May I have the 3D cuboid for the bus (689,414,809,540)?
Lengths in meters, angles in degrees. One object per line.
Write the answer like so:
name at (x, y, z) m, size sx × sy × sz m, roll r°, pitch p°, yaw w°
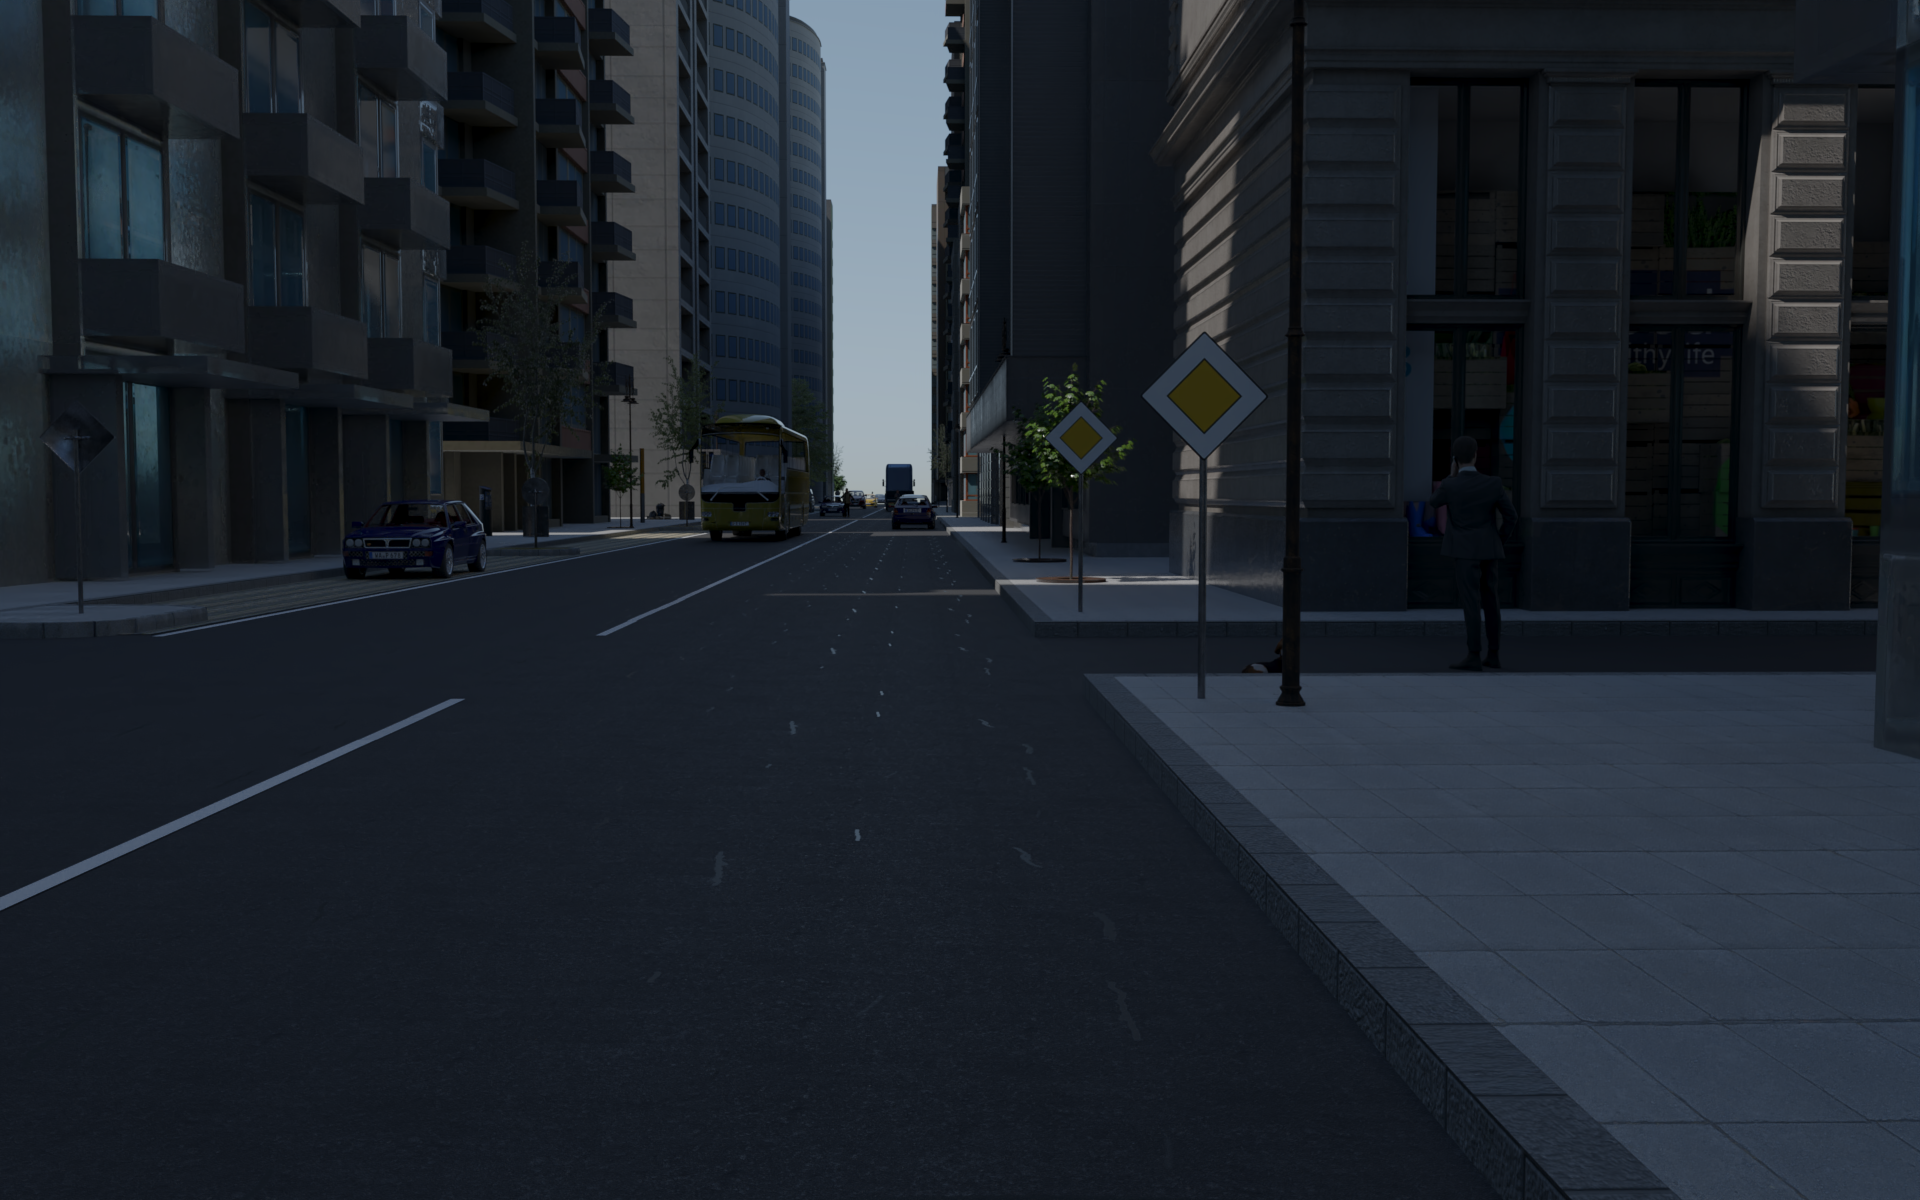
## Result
bus at (-6.628, -4.001, 56.963) m, size 2.896 × 3.916 × 12.252 m, roll 0°, pitch 4°, yaw -1°

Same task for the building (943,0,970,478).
building at (9.794, -29.741, 140.885) m, size 22.147 × 44.769 × 28.867 m, roll 0°, pitch 4°, yaw -1°

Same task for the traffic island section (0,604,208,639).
traffic island section at (-9.457, 0.225, 18.596) m, size 2.009 × 0.180 × 2.903 m, roll 0°, pitch 4°, yaw -1°

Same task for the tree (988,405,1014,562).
tree at (1.567, -2.326, 32.625) m, size 1.663 × 3.219 × 1.824 m, roll 0°, pitch 3°, yaw 0°

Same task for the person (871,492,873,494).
person at (-10.792, -12.586, 214.994) m, size 0.721 × 1.735 × 1.217 m, roll -3°, pitch 4°, yaw -36°

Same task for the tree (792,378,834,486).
tree at (-16.250, -15.399, 169.904) m, size 7.486 × 12.596 × 7.792 m, roll 0°, pitch 3°, yaw 0°

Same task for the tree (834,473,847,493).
tree at (-17.896, -16.347, 250.985) m, size 4.285 × 4.588 × 4.351 m, roll 0°, pitch 3°, yaw 0°

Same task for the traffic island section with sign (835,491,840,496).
traffic island section with sign at (-14.116, -11.741, 200.589) m, size 1.989 × 1.847 × 2.006 m, roll 0°, pitch 4°, yaw -1°

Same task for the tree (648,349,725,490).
tree at (-13.999, -8.450, 88.527) m, size 4.737 × 8.622 × 4.395 m, roll 0°, pitch 3°, yaw 0°

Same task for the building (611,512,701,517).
building at (-23.541, -40.646, 102.812) m, size 20.563 × 71.187 × 20.611 m, roll 0°, pitch 4°, yaw -1°

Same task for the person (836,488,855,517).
person at (-6.996, -6.007, 106.810) m, size 1.348 × 1.812 × 0.705 m, roll 2°, pitch 4°, yaw 27°

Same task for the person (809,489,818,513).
person at (-11.327, -7.436, 130.077) m, size 1.348 × 1.824 × 0.705 m, roll 0°, pitch 4°, yaw 4°

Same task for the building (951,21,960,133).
building at (6.191, -31.344, 162.581) m, size 14.600 × 45.320 × 14.200 m, roll 0°, pitch 4°, yaw -1°

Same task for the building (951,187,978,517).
building at (13.558, -16.352, 112.391) m, size 27.650 × 21.520 × 28.899 m, roll 0°, pitch 4°, yaw -1°

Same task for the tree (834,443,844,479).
tree at (-18.164, -18.018, 244.962) m, size 4.360 × 8.622 × 3.978 m, roll 0°, pitch 3°, yaw 0°

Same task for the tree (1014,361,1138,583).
tree at (1.763, -1.876, 25.267) m, size 1.663 × 3.219 × 1.824 m, roll 0°, pitch 3°, yaw 0°

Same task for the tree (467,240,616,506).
tree at (-12.482, -6.177, 51.356) m, size 4.360 × 8.622 × 3.978 m, roll 0°, pitch 3°, yaw 0°

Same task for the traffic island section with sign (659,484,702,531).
traffic island section with sign at (-10.732, -3.638, 68.115) m, size 1.989 × 1.847 × 2.006 m, roll 0°, pitch 4°, yaw -1°

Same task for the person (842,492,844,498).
person at (-13.265, -11.488, 197.253) m, size 0.530 × 1.710 × 0.541 m, roll 2°, pitch 4°, yaw 31°

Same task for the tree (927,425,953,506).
tree at (-1.347, -14.085, 180.655) m, size 4.360 × 8.622 × 3.978 m, roll 0°, pitch 3°, yaw 0°

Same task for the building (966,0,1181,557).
building at (7.713, -14.086, 49.379) m, size 14.314 × 24.678 × 30.058 m, roll 0°, pitch 4°, yaw -1°

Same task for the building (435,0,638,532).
building at (-25.378, -25.364, 69.326) m, size 22.147 × 44.769 × 28.867 m, roll 0°, pitch 4°, yaw -1°

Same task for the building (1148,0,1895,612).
building at (12.785, -11.883, 23.163) m, size 19.941 × 23.489 × 11.050 m, roll 0°, pitch 4°, yaw -1°

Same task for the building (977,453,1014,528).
building at (6.680, -18.446, 79.083) m, size 11.434 × 29.767 × 29.804 m, roll 0°, pitch 4°, yaw -1°

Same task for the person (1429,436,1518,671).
person at (4.176, -0.386, 14.174) m, size 0.648 × 1.900 × 0.474 m, roll -1°, pitch 4°, yaw -16°

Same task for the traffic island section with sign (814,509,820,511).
traffic island section with sign at (-12.690, -8.344, 145.055) m, size 1.989 × 1.847 × 2.006 m, roll 0°, pitch 4°, yaw -1°

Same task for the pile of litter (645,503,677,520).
pile of litter at (-15.020, -4.478, 87.181) m, size 1.719 × 0.858 × 1.176 m, roll 0°, pitch 4°, yaw -3°

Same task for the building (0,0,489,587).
building at (-22.980, -25.201, 31.653) m, size 23.786 × 49.044 × 30.456 m, roll 0°, pitch 4°, yaw -1°

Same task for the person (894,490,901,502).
person at (-4.750, -7.606, 133.389) m, size 0.617 × 1.759 × 0.750 m, roll -1°, pitch 4°, yaw -18°

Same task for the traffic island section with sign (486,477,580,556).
traffic island section with sign at (-10.016, -1.958, 40.649) m, size 1.989 × 1.847 × 2.006 m, roll 0°, pitch 4°, yaw -1°

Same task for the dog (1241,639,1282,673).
dog at (2.295, 0.436, 13.069) m, size 0.748 × 0.427 × 0.550 m, roll 1°, pitch 4°, yaw 14°

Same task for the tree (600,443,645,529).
tree at (-12.612, -4.302, 64.939) m, size 1.663 × 3.219 × 1.824 m, roll 0°, pitch 3°, yaw 0°
